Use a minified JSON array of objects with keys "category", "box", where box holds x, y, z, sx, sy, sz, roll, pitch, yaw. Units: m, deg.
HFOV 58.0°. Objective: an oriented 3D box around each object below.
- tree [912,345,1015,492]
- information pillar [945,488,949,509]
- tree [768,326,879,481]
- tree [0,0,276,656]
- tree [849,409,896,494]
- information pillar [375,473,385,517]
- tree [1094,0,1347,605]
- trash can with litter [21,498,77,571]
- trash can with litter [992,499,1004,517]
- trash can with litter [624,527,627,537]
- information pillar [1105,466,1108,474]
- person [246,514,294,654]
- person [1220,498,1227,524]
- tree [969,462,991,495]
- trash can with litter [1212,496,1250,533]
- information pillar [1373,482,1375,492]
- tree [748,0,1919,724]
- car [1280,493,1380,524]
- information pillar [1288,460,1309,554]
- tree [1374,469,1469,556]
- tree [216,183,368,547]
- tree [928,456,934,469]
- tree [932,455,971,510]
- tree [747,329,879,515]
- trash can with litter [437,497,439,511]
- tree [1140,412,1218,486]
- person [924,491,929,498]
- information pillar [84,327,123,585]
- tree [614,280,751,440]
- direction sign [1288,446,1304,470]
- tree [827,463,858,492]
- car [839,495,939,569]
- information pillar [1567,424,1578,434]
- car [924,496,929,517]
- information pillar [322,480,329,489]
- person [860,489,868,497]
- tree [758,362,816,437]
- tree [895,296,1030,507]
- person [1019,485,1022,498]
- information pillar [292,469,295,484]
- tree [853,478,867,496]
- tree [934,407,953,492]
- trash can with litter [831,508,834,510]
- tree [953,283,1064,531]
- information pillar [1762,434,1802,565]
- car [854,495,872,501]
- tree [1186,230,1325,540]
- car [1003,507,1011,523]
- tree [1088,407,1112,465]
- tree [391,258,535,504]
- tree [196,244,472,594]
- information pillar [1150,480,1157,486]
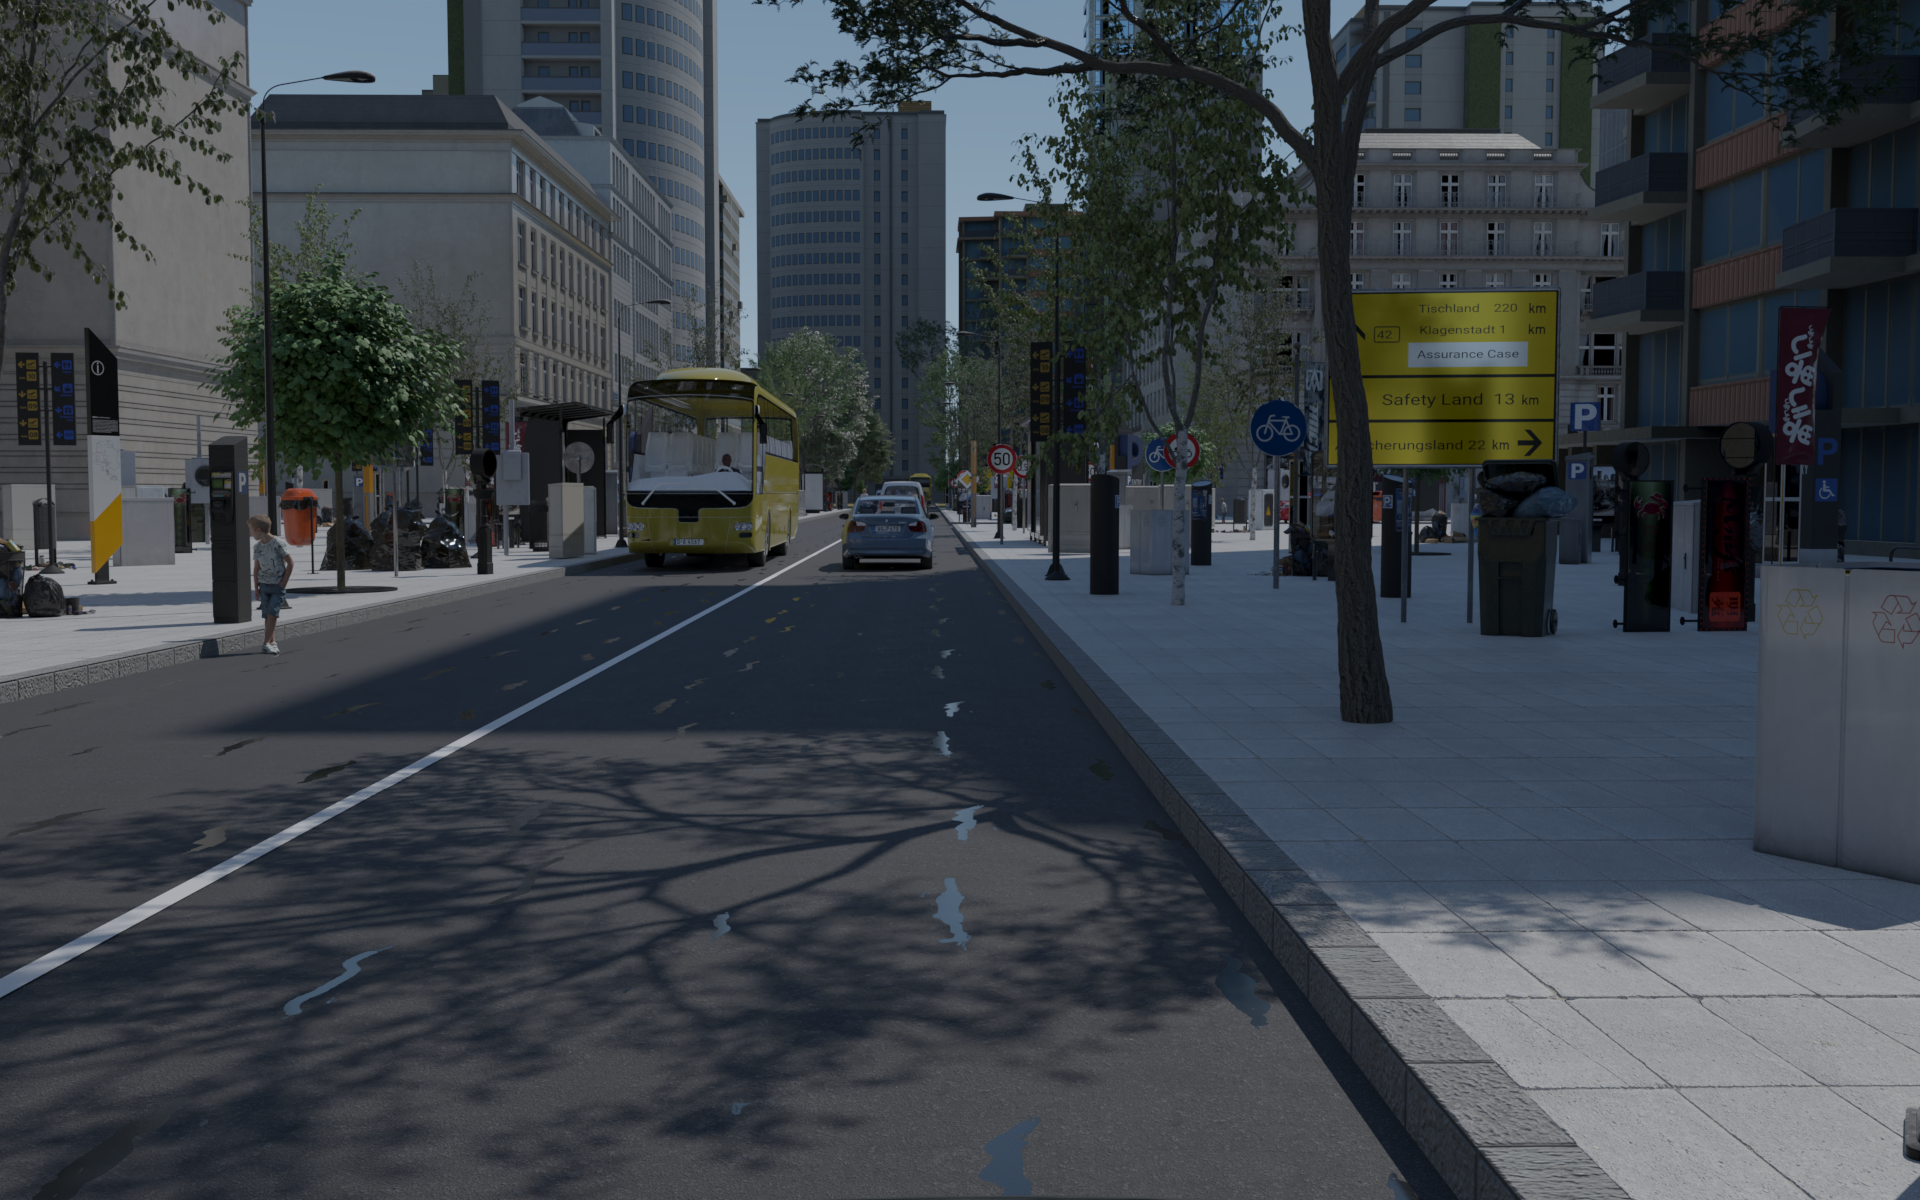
[{"category":"tree","box":[0.230,-11.994,121.857,9.928,11.665,9.643,0,3,0]},{"category":"information pillar","box":[-1.105,-9.053,152.500,0.304,2.012,0.304,1,4,12]},{"category":"tree","box":[-10.823,-13.696,130.587,9.857,13.997,8.962,0,3,0]},{"category":"tree","box":[-7.699,-3.873,13.690,4.360,8.622,3.978,0,3,0]},{"category":"tree","box":[-11.954,-18.937,227.739,7.486,12.596,7.792,0,3,0]},{"category":"information pillar","box":[-20.466,-3.463,61.113,0.304,2.012,0.304,-1,4,-15]},{"category":"tree","box":[2.524,-4.262,20.046,4.737,8.622,4.395,0,3,0]},{"category":"trash can with litter","box":[-15.835,-1.117,29.323,1.678,1.210,2.233,0,4,5]},{"category":"trash can with litter","box":[3.093,-5.474,100.560,2.233,1.210,1.678,1,4,21]},{"category":"trash can with litter","box":[-9.582,-2.451,51.464,1.055,1.170,0.624,-1,4,-12]},{"category":"information pillar","box":[11.613,-8.930,137.354,0.183,3.616,0.504,-2,4,-30]},{"category":"person","box":[-6.209,-0.148,15.607,0.352,1.250,0.332,-3,5,-45]},{"category":"person","box":[11.717,-3.908,77.078,0.352,1.250,0.332,2,4,33]},{"category":"tree","box":[1.191,-6.722,104.504,1.663,3.219,1.824,0,3,0]},{"category":"trash can with litter","box":[8.946,-2.853,57.700,2.233,1.210,1.678,-2,4,-24]},{"category":"information pillar","box":[13.490,-4.035,57.334,0.504,3.616,0.183,0,4,0]},{"category":"tree","box":[2.020,-4.604,9.683,7.601,10.594,8.767,2,4,32]},{"category":"car","box":[16.117,-4.081,75.757,4.494,1.783,2.155,0,4,-1]},{"category":"information pillar","box":[7.266,-1.998,37.161,0.304,2.012,0.304,-2,4,-31]},{"category":"tree","box":[9.754,-3.233,36.574,4.285,4.588,4.351,0,3,0]},{"category":"tree","box":[-15.940,-5.590,41.756,4.737,8.622,4.395,0,3,0]},{"category":"tree","box":[-1.623,-16.463,219.534,4.360,8.622,3.978,0,3,0]},{"category":"tree","box":[-0.346,-9.722,142.661,4.285,4.588,4.351,0,3,0]},{"category":"tree","box":[-9.915,-11.142,107.924,9.928,11.665,9.643,0,3,0]},{"category":"trash can with litter","box":[-23.561,-4.169,79.557,1.055,1.170,0.624,3,5,41]},{"category":"tree","box":[8.627,-5.242,69.428,4.285,4.588,4.351,0,3,0]},{"category":"person","box":[-3.769,-10.632,183.117,1.217,1.735,0.721,-2,4,-29]},{"category":"information pillar","box":[-12.162,-2.033,24.590,0.183,3.616,0.504,2,4,24]},{"category":"tree","box":[-9.166,-6.660,59.248,4.360,8.622,3.978,0,3,0]},{"category":"direction sign","box":[16.042,-5.526,82.345,0.876,3.537,0.379,1,4,11]},{"category":"tree","box":[-11.561,-11.376,169.712,4.285,4.588,4.351,0,3,0]},{"category":"car","box":[-1.415,-1.366,34.333,2.014,1.417,4.499,0,4,-1]},{"category":"information pillar","box":[20.472,-4.063,57.790,0.504,3.616,0.183,0,4,1]},{"category":"car","box":[-2.579,-5.274,96.023,2.009,1.686,4.222,0,3,0]},{"category":"information pillar","box":[-32.777,-5.200,89.511,0.304,2.012,0.304,-2,4,-25]},{"category":"person","box":[-5.318,-5.430,97.957,0.731,1.740,0.598,0,4,5]},{"category":"tree","box":[-10.148,-8.903,95.921,4.737,8.622,4.395,0,3,0]},{"category":"tree","box":[0.517,-18.895,164.825,12.611,20.169,13.585,0,3,0]},{"category":"person","box":[2.553,-4.089,75.167,0.447,1.846,0.655,-1,4,-14]},{"category":"information pillar","box":[-34.640,-6.033,89.998,0.183,3.616,0.504,-1,4,-14]},{"category":"tree","box":[-11.719,-12.944,206.243,1.663,3.219,1.824,0,3,0]},{"category":"tree","box":[0.927,-9.985,113.616,4.360,8.622,3.978,0,3,0]},{"category":"trash can with litter","box":[-10.811,-7.737,137.553,2.233,1.210,1.678,3,4,39]},{"category":"tree","box":[1.898,-6.759,60.876,4.360,8.622,3.978,0,3,0]},{"category":"information pillar","box":[10.063,-1.022,21.202,0.304,2.012,0.304,-1,4,-19]},{"category":"car","box":[-7.651,-7.896,141.671,1.945,1.354,3.894,0,4,-2]},{"category":"tree","box":[8.163,-5.976,48.073,4.360,8.622,3.978,0,3,0]},{"category":"car","box":[3.951,-4.146,77.570,4.222,1.686,2.009,0,3,0]},{"category":"tree","box":[10.799,-11.701,141.675,4.360,8.622,3.978,0,3,0]},{"category":"tree","box":[-16.058,-6.314,53.600,4.360,8.622,3.978,0,3,0]},{"category":"tree","box":[-8.279,-2.391,22.804,4.285,4.588,4.351,0,3,0]},{"category":"information pillar","box":[10.410,-5.426,93.204,0.304,2.012,0.304,-2,4,-25]}]
